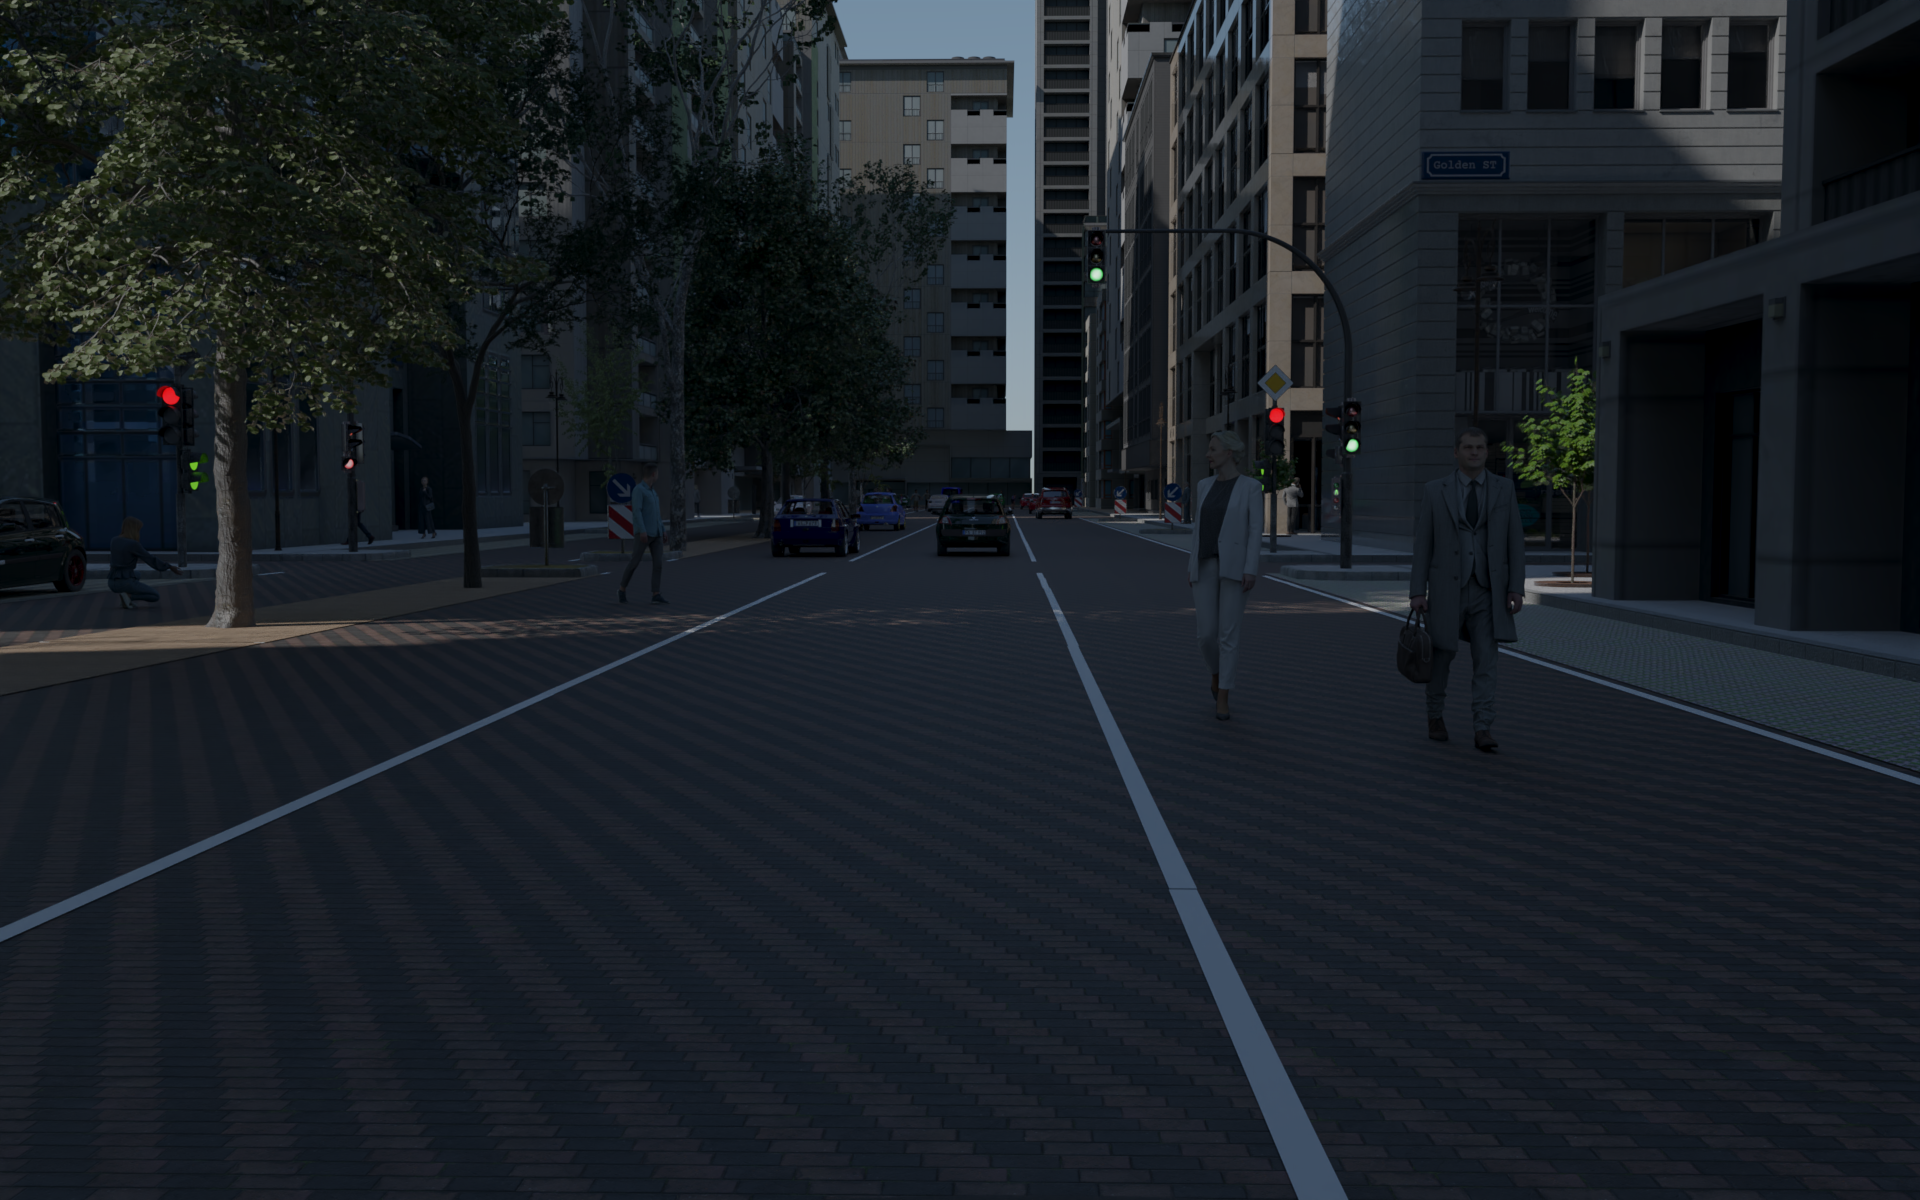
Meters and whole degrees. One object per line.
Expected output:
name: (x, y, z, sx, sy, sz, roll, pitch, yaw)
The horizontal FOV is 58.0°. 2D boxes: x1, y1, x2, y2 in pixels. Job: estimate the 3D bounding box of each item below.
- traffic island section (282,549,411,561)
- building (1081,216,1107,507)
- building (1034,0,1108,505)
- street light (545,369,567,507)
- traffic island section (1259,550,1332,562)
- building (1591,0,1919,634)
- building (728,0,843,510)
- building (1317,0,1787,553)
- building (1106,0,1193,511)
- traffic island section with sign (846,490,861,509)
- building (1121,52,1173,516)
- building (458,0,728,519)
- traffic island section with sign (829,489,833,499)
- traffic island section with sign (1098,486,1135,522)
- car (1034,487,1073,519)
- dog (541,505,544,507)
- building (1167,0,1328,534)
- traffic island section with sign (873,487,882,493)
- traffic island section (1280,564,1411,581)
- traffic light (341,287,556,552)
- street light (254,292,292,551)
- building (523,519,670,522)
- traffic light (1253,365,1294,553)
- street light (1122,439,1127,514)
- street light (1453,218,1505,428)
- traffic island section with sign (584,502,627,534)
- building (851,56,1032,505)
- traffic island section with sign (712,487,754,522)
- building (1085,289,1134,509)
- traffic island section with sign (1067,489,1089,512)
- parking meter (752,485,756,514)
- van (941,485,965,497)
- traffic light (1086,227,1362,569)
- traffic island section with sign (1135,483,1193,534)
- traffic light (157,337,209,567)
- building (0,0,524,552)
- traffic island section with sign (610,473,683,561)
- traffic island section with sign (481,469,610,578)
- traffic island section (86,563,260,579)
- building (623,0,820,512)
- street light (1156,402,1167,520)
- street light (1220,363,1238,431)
traffic island section: (-13.464, -0.985, 38.388, 2.009, 0.180, 2.903, 0, 4, 1)
building: (19.662, -25.051, 181.281, 14.160, 30.474, 14.107, 0, 4, 1)
building: (19.186, -46.898, 205.034, 20.611, 71.187, 20.563, 0, 4, 1)
street light: (-14.968, -5.603, 64.390, 0.468, 5.910, 1.993, 0, 4, 1)
traffic island section: (6.870, -0.954, 37.876, 2.009, 0.180, 2.903, 0, 4, 1)
building: (17.850, -34.907, 8.988, 20.563, 71.187, 20.611, 0, 4, 1)
building: (-26.311, -35.842, 175.260, 27.495, 52.752, 28.713, 0, 4, 1)
building: (24.662, -16.153, 41.586, 29.804, 29.767, 11.434, 0, 4, 1)
building: (25.269, -33.109, 130.576, 28.713, 52.752, 27.495, 0, 4, 1)
traffic island section with sign: (-9.895, -9.701, 167.241, 1.989, 1.847, 2.006, 0, 4, 1)
building: (17.299, -18.786, 100.658, 14.314, 27.812, 24.014, 0, 4, 1)
building: (-21.908, -25.778, 105.058, 14.154, 41.232, 14.086, 0, 4, 1)
traffic island section with sign: (-10.568, -8.042, 140.107, 1.989, 1.847, 2.006, 0, 4, 1)
traffic island section with sign: (8.191, -4.989, 90.197, 1.989, 1.847, 2.006, 0, 4, 1)
car: (5.470, -5.662, 101.240, 2.281, 1.827, 5.304, 0, 4, 1)
dog: (-17.543, -3.569, 72.726, 0.513, 0.831, 0.800, 0, 4, -7)
building: (19.892, -16.335, 71.597, 19.350, 26.468, 34.151, 0, 4, 1)
traffic island section with sign: (-5.375, -6.414, 113.004, 2.006, 1.907, 1.989, 0, 4, 1)
traffic island section: (6.670, -0.466, 29.893, 2.009, 0.180, 2.903, 0, 4, 1)
traffic light: (-11.331, -3.888, 38.235, 4.771, 5.953, 1.251, 0, 4, 1)
street light: (-15.452, -4.054, 39.078, 0.468, 5.910, 1.993, 0, 4, 1)
building: (-21.115, -24.428, 82.987, 14.154, 41.232, 14.086, 0, 4, 1)
traffic light: (6.831, -2.987, 37.763, 0.839, 4.253, 0.868, 0, 4, 1)
street light: (10.770, -8.544, 112.483, 0.468, 5.910, 1.993, 0, 4, 1)
street light: (8.750, -3.460, 29.363, 0.468, 5.910, 1.993, 0, 4, 1)
traffic island section with sign: (-12.518, -3.339, 63.219, 1.989, 1.847, 2.006, 0, 4, 1)
building: (-5.101, -37.991, 210.384, 27.495, 52.752, 28.713, 0, 4, 1)
traffic island section with sign: (-11.822, -5.002, 90.405, 1.989, 1.847, 2.006, 0, 4, 1)
building: (26.110, -19.259, 159.923, 27.650, 21.520, 28.899, 0, 4, 1)
traffic island section with sign: (9.444, -8.064, 140.471, 1.989, 1.847, 2.006, 0, 4, 1)
parking meter: (-13.119, -6.395, 110.273, 0.255, 1.863, 0.399, 0, 4, -5)
van: (-0.736, -9.706, 163.069, 2.240, 2.365, 5.245, 0, 4, 3)
traffic light: (4.537, -3.365, 29.691, 4.771, 5.953, 1.251, 0, 4, 1)
traffic island section with sign: (7.491, -3.293, 62.466, 1.989, 1.847, 2.006, 0, 4, 1)
traffic light: (-13.625, -2.529, 30.270, 0.839, 4.253, 0.868, 0, 4, 1)
building: (-26.965, -45.173, 51.255, 22.319, 86.520, 31.000, 0, 4, 1)
traffic island section with sign: (-7.248, -1.820, 37.889, 2.006, 1.907, 1.989, 0, 4, 1)
traffic island section with sign: (-7.443, -1.367, 30.484, 2.006, 1.907, 1.989, 0, 4, 1)
traffic island section: (-13.665, -0.497, 30.406, 2.009, 0.180, 2.903, 0, 4, 1)
building: (-19.805, -28.425, 148.336, 14.154, 41.232, 14.086, 0, 4, 1)
street light: (10.083, -6.981, 86.922, 0.468, 5.910, 1.993, 0, 4, 1)
street light: (9.466, -5.408, 61.208, 0.468, 5.910, 1.993, 0, 4, 1)
